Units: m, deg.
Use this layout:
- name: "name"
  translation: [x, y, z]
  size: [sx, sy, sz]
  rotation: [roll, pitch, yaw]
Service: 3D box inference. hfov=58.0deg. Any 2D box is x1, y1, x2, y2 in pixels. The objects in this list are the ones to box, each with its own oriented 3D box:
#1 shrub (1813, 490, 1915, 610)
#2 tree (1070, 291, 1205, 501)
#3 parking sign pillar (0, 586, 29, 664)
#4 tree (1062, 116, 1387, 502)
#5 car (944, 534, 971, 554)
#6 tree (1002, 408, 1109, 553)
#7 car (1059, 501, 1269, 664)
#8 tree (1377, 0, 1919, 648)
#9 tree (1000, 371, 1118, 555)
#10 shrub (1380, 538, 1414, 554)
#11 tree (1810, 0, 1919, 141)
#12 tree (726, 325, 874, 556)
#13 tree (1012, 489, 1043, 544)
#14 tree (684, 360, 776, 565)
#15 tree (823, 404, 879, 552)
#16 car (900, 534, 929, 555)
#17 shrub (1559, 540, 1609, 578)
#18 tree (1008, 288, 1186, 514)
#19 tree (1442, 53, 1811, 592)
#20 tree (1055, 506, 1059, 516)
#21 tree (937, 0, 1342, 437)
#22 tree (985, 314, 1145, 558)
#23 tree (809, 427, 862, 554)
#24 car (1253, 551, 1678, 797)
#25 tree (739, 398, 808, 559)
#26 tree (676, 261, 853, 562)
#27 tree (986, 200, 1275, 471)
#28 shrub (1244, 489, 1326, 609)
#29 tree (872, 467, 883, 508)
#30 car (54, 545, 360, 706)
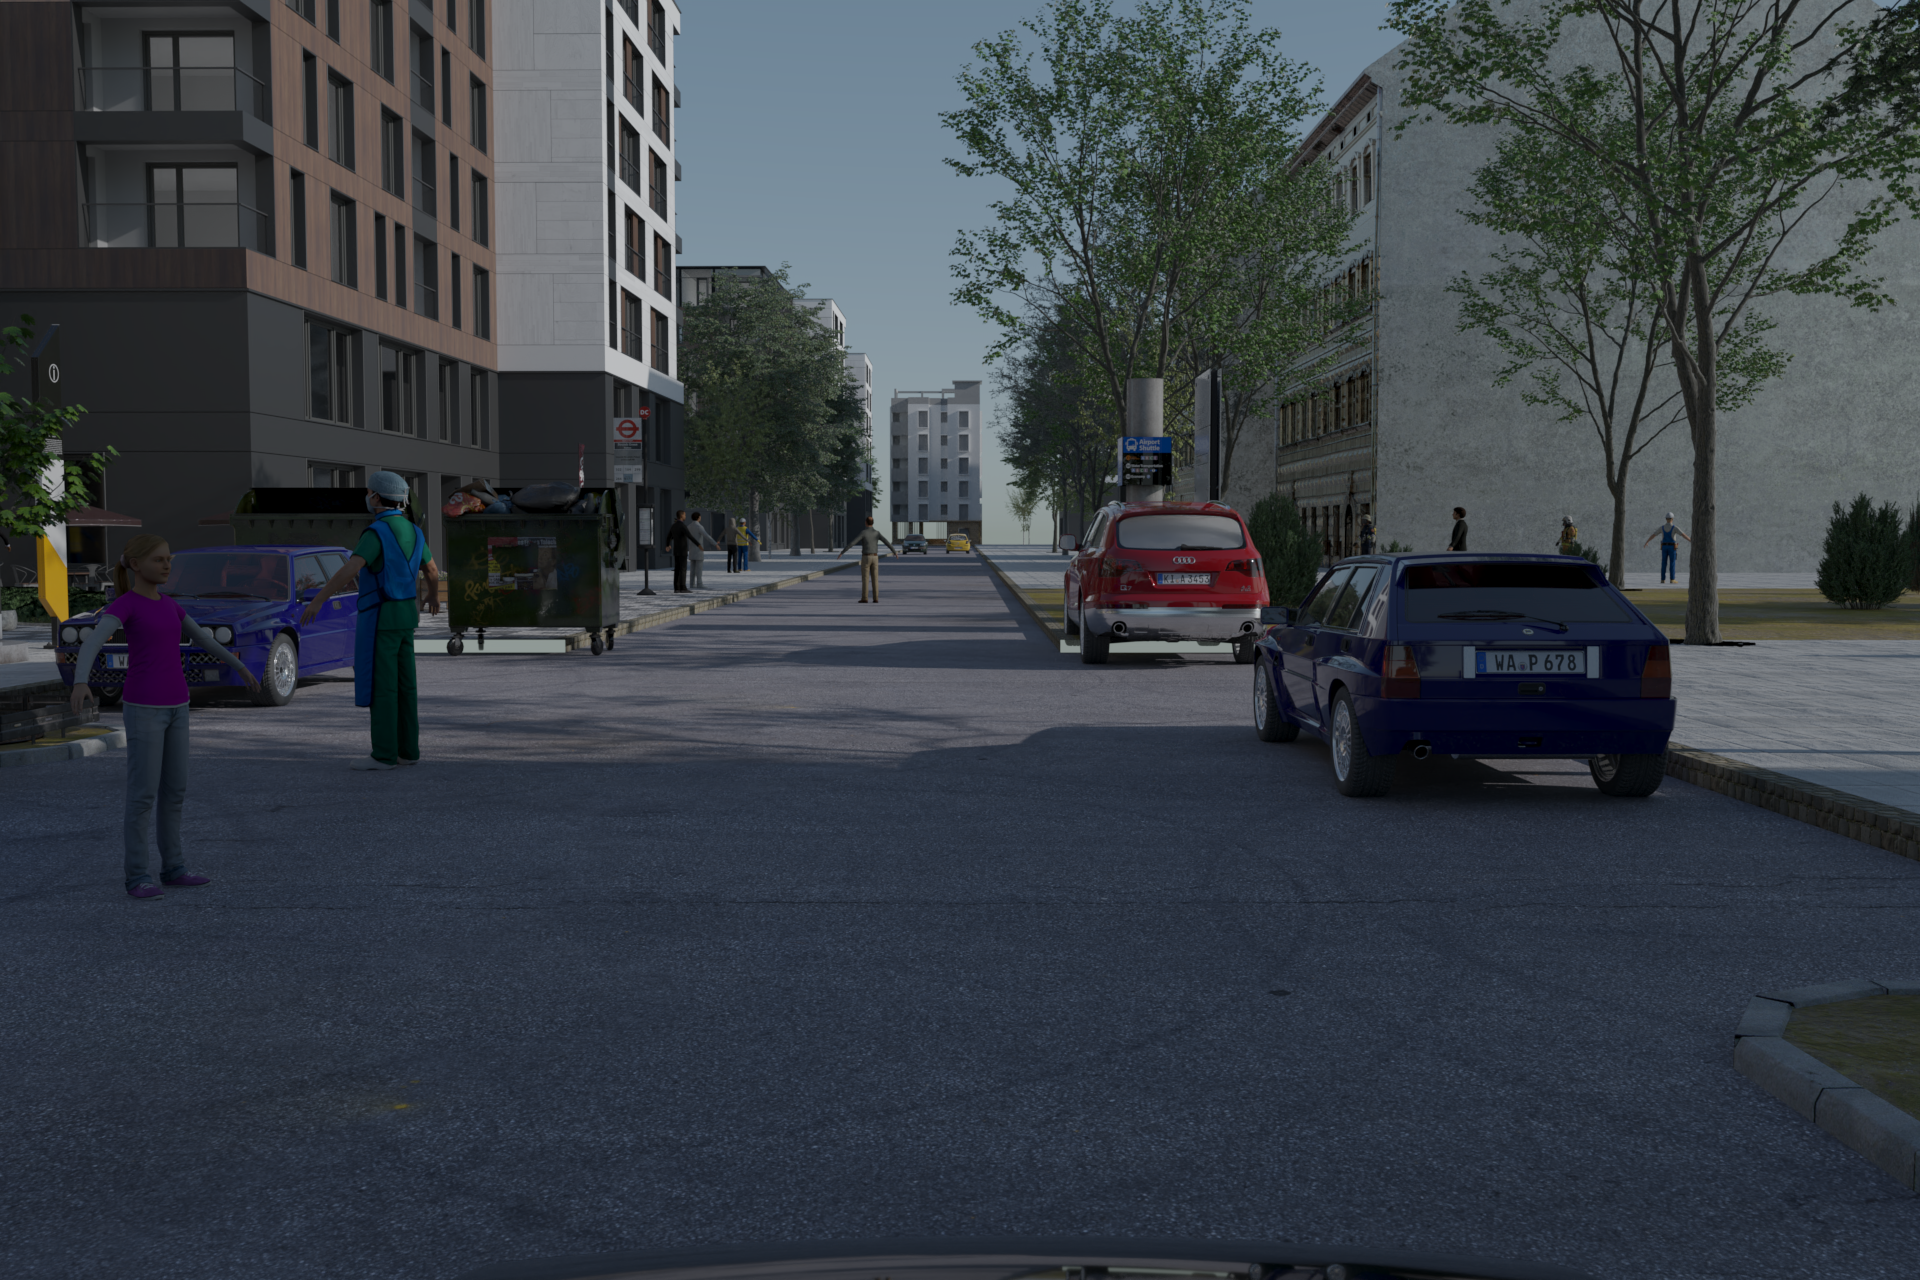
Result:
- name: "shrub"
  translation: [15.419, -1.536, 29.527]
  size: [1.690, 2.028, 1.600]
  rotation: [0, 3, 0]
- name: "tree"
  translation: [5.594, -6.152, 50.947]
  size: [4.737, 8.622, 4.395]
  rotation: [0, 3, 0]
- name: "parking sign pillar"
  translation: [-10.136, -1.758, 17.210]
  size: [1.447, 3.967, 1.447]
  rotation: [0, 3, 0]
- name: "tree"
  translation: [6.333, -7.107, 41.949]
  size: [9.928, 11.665, 9.643]
  rotation: [0, 3, 0]
- name: "car"
  translation: [-0.168, -7.120, 126.628]
  size: [2.015, 1.641, 3.980]
  rotation: [0, 4, -1]
- name: "tree"
  translation: [6.493, -11.712, 117.251]
  size: [9.928, 11.665, 9.643]
  rotation: [0, 3, 0]
- name: "car"
  translation: [2.350, -0.733, 20.656]
  size: [2.281, 1.827, 5.304]
  rotation: [0, 4, 0]
- name: "tree"
  translation: [8.460, -5.754, 19.826]
  size: [9.928, 11.665, 9.643]
  rotation: [0, 3, 0]
- name: "tree"
  translation: [6.131, -11.441, 105.192]
  size: [7.486, 12.596, 7.792]
  rotation: [0, 3, 0]
- name: "shrub"
  translation: [8.337, -1.344, 33.094]
  size: [1.383, 1.207, 1.383]
  rotation: [0, 3, 0]
- name: "tree"
  translation: [8.101, -4.591, 9.473]
  size: [7.601, 10.594, 8.767]
  rotation: [0, 4, -5]
- name: "tree"
  translation: [-9.730, -11.897, 101.175]
  size: [9.857, 13.997, 8.962]
  rotation: [0, 3, 0]
- name: "tree"
  translation: [8.488, -16.410, 218.669]
  size: [4.737, 8.622, 4.395]
  rotation: [0, 3, 0]
- name: "tree"
  translation: [-9.538, -7.462, 72.365]
  size: [4.737, 8.622, 4.395]
  rotation: [0, 3, 0]
- name: "tree"
  translation: [-9.241, -12.031, 122.458]
  size: [9.928, 11.665, 9.643]
  rotation: [0, 3, 0]
- name: "car"
  translation: [-3.168, -6.857, 121.903]
  size: [2.009, 1.686, 4.222]
  rotation: [0, 4, 0]
- name: "shrub"
  translation: [9.930, -1.025, 27.868]
  size: [1.383, 1.207, 1.383]
  rotation: [0, 3, 0]
- name: "tree"
  translation: [5.785, -8.987, 72.698]
  size: [9.928, 11.665, 9.643]
  rotation: [0, 3, 0]
- name: "tree"
  translation: [14.773, -6.908, 38.708]
  size: [9.928, 11.665, 9.643]
  rotation: [0, 3, 0]
- name: "tree"
  translation: [14.418, -16.333, 217.409]
  size: [4.360, 8.622, 3.978]
  rotation: [0, 3, 0]
- name: "tree"
  translation: [3.426, -6.589, 33.491]
  size: [9.928, 11.665, 9.643]
  rotation: [0, 3, 0]
- name: "tree"
  translation: [6.368, -11.049, 91.022]
  size: [12.009, 13.543, 11.850]
  rotation: [0, 3, 0]
- name: "tree"
  translation: [-9.913, -10.885, 112.380]
  size: [7.601, 10.594, 8.767]
  rotation: [0, 4, -3]
- name: "car"
  translation: [2.930, 0.110, 10.788]
  size: [1.945, 1.354, 3.894]
  rotation: [0, 4, 0]
- name: "tree"
  translation: [-10.024, -8.496, 89.274]
  size: [4.360, 8.622, 3.978]
  rotation: [0, 3, 0]
- name: "tree"
  translation: [-9.721, -10.630, 80.453]
  size: [9.857, 13.997, 8.962]
  rotation: [0, 3, 0]
- name: "tree"
  translation: [6.129, -9.247, 61.561]
  size: [12.009, 13.543, 11.850]
  rotation: [0, 3, 0]
- name: "shrub"
  translation: [5.226, -1.482, 28.651]
  size: [1.690, 2.028, 1.600]
  rotation: [0, 3, 0]
- name: "tree"
  translation: [-13.268, -18.381, 218.652]
  size: [7.486, 12.596, 7.792]
  rotation: [0, 3, 0]
- name: "car"
  translation: [-6.471, -0.186, 15.620]
  size: [1.945, 1.354, 3.894]
  rotation: [0, 4, 0]
